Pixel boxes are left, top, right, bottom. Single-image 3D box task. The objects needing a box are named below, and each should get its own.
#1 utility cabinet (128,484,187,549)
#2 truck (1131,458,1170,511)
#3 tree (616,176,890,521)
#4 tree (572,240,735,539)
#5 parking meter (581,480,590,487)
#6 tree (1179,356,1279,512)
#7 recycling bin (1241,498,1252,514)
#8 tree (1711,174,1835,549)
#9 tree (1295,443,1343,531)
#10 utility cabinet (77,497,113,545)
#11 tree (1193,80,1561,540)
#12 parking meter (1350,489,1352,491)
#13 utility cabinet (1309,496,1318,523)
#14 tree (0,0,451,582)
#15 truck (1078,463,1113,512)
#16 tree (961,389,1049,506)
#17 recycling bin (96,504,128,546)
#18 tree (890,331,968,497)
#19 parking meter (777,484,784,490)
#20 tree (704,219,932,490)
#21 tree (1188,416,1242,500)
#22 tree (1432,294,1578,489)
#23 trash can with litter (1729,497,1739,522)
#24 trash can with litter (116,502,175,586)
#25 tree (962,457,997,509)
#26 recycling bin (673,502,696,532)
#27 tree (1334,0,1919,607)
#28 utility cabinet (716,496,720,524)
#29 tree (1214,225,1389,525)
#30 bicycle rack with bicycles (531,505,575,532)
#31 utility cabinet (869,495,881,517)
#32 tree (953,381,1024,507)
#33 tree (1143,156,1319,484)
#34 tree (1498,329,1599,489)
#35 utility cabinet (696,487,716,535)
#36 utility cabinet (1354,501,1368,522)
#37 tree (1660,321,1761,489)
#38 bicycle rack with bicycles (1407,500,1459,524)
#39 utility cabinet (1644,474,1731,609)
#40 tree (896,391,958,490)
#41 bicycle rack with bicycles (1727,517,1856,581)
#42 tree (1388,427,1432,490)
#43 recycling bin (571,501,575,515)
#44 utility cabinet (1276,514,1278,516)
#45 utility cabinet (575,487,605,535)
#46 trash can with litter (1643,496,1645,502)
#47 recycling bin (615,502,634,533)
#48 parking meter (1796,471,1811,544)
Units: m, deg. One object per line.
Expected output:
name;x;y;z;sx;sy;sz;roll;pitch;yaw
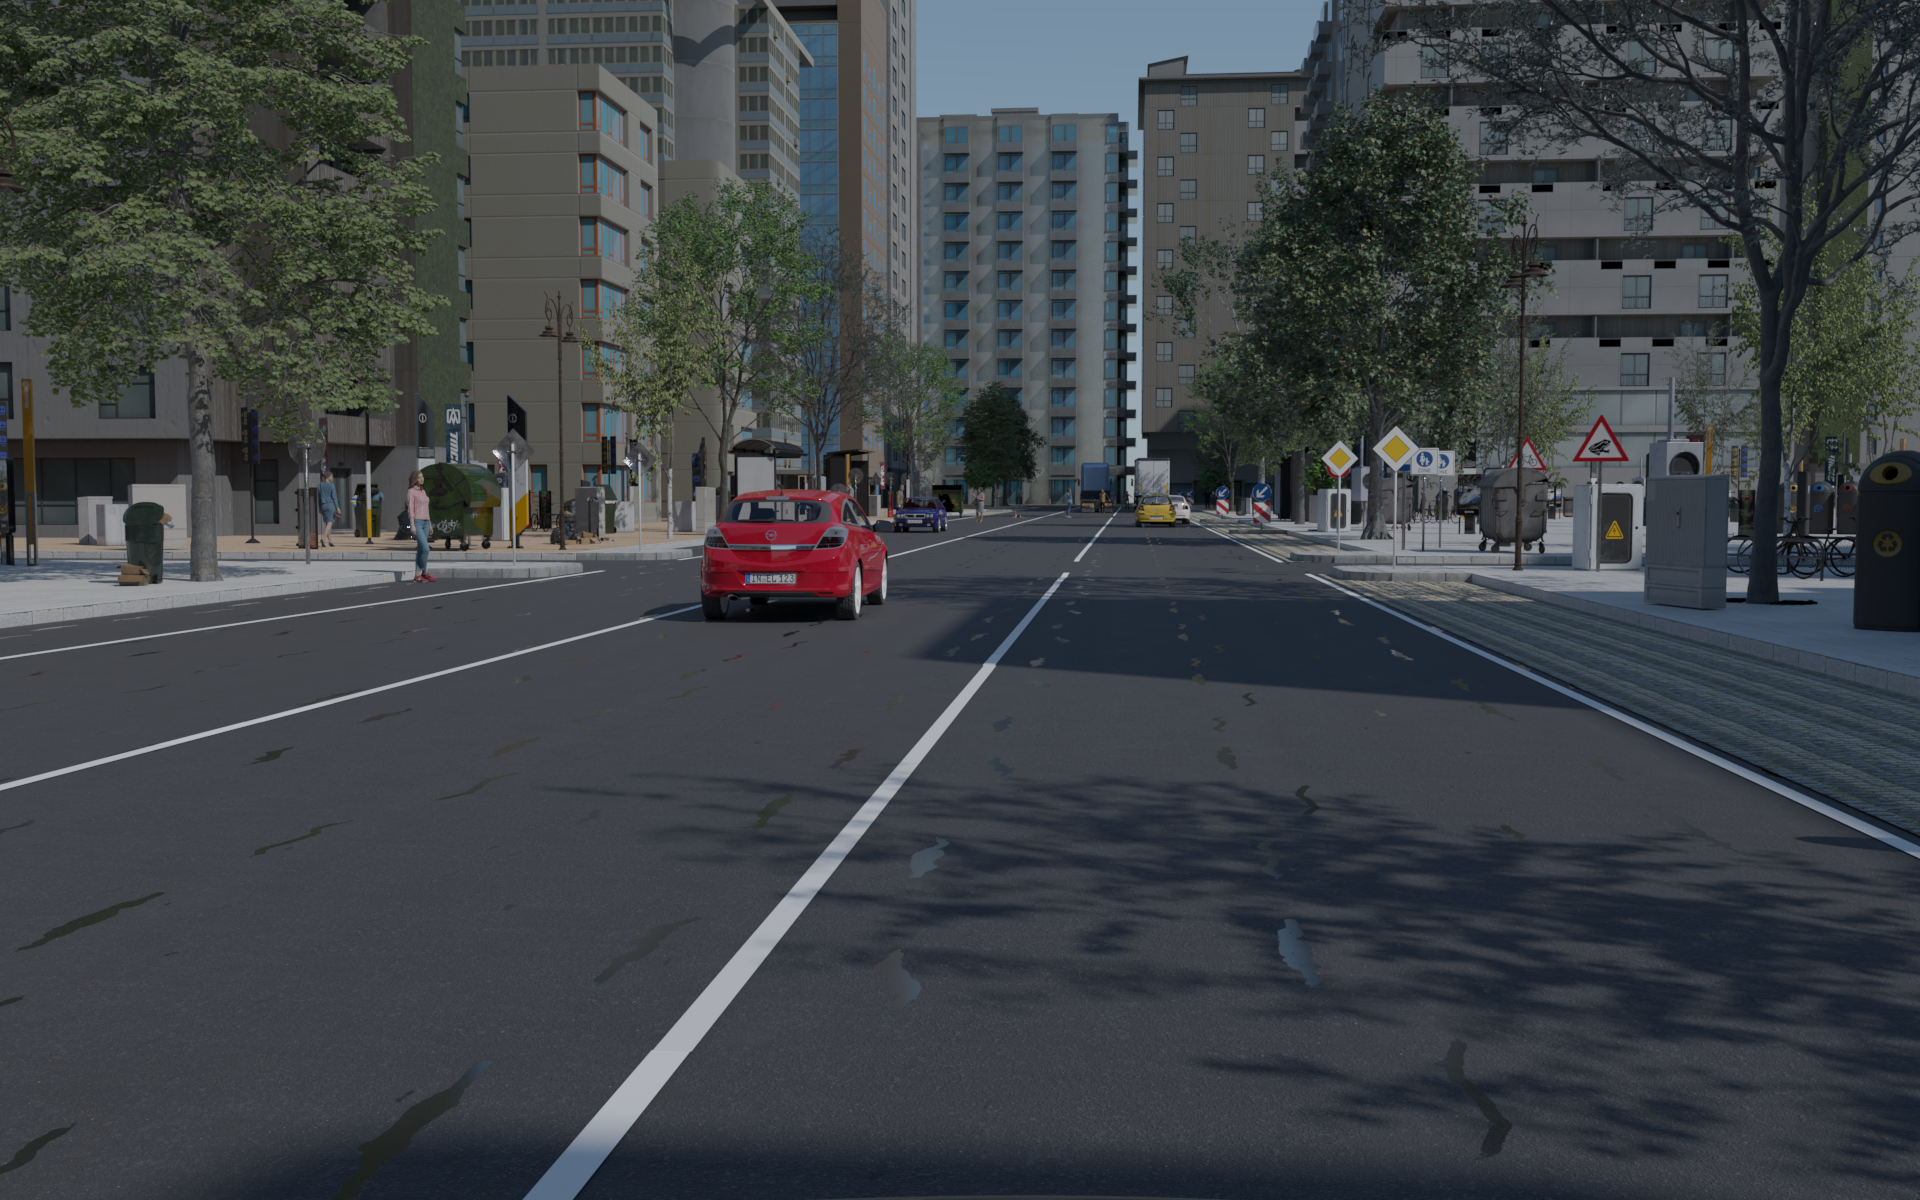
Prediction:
utility cabinet;-18.367;-1.894;39.639;1.173;1.500;0.318;-3;5;-44
truck;15.290;-9.185;139.095;2.839;4.237;11.283;0;4;4
tree;-7.685;-8.004;56.626;9.928;11.665;9.643;0;3;0
tree;-8.592;-6.076;49.698;4.737;8.622;4.395;0;3;0
parking meter;-15.124;-3.936;70.068;0.399;1.863;0.255;-1;4;-23
tree;19.789;-12.252;126.070;9.928;11.665;9.643;0;3;0
recycling bin;18.660;-6.071;111.820;0.722;1.027;0.722;3;5;43
tree;19.407;-5.487;40.068;4.737;8.622;4.395;0;3;0
tree;12.628;-4.023;60.378;1.663;3.219;1.824;0;3;0
utility cabinet;-22.056;-2.020;44.187;0.306;1.237;1.020;0;4;8
tree;11.717;-8.042;48.496;9.611;12.733;9.660;0;3;0
parking meter;17.098;-4.148;76.228;0.372;1.533;0.369;0;3;0
utility cabinet;15.850;-3.968;76.031;1.020;1.237;0.306;3;4;37
tree;-11.543;-6.540;25.057;7.486;12.596;7.792;0;3;0
truck;11.135;-9.312;142.010;2.967;4.110;18.799;0;4;4
tree;4.863;-16.599;188.406;9.611;12.733;9.660;0;3;0
recycling bin;-20.961;-1.863;43.008;0.722;1.027;0.722;-3;5;-43
tree;-3.287;-11.248;109.654;9.928;11.665;9.643;0;3;0
parking meter;-10.149;-5.651;98.110;0.399;1.863;0.255;1;4;12
tree;-6.364;-10.242;77.832;12.009;13.543;11.850;0;3;0
tree;21.960;-11.893;144.815;4.360;8.622;3.978;0;3;0
tree;20.069;-6.883;62.897;4.360;8.622;3.978;0;3;0
trash can with litter;35.329;-4.106;78.526;1.055;1.170;0.624;-1;4;-13
trash can with litter;-11.544;-0.803;24.510;0.624;1.170;1.055;-1;4;-12
tree;1.744;-10.341;152.789;4.285;4.588;4.351;0;3;0
recycling bin;-9.243;-2.817;58.610;0.722;1.027;0.722;1;4;10
tree;9.444;-6.691;19.764;12.009;13.543;11.850;0;3;0
utility cabinet;-9.451;-3.344;65.831;1.020;1.237;0.306;1;4;13
tree;14.735;-9.443;72.512;7.486;12.596;7.792;0;3;0
bicycle rack with bicycles;-13.084;-2.778;58.809;2.852;0.926;2.925;-2;4;-29
utility cabinet;-4.991;-5.390;99.288;0.306;1.237;1.020;-3;5;-44
tree;2.984;-15.613;173.396;7.486;12.596;7.792;0;3;0
tree;16.982;-14.934;100.053;12.611;20.169;13.585;0;3;0
tree;25.648;-7.720;76.585;4.737;8.622;4.395;0;3;0
utility cabinet;-7.993;-2.806;54.550;0.318;1.500;1.173;1;4;9
utility cabinet;18.596;-4.171;79.359;1.020;1.237;0.306;2;4;32
tree;31.673;-7.516;73.242;4.360;8.622;3.978;0;3;0
bicycle rack with bicycles;20.057;-3.807;75.633;2.852;0.926;2.925;-1;4;-20
utility cabinet;8.214;-0.670;19.637;0.318;1.500;1.173;-1;4;-9
tree;-2.070;-10.404;120.467;4.360;8.622;3.978;0;3;0
bicycle rack with bicycles;13.049;-0.826;26.882;2.852;0.926;2.925;-2;4;-29
tree;27.773;-9.543;106.390;4.360;8.622;3.978;0;3;0
recycling bin;-13.337;-2.992;61.477;0.722;1.027;0.722;0;4;5
utility cabinet;19.303;-5.615;102.973;1.020;1.237;0.306;-1;4;-15
utility cabinet;-11.466;-2.748;53.610;1.173;1.500;0.318;3;5;43
trash can with litter;35.723;-4.904;91.238;2.233;1.210;1.678;0;4;3
recycling bin;-11.332;-2.770;57.848;0.722;1.027;0.722;-2;4;-29
parking meter;21.728;-2.381;44.633;0.255;1.863;0.399;3;4;37
